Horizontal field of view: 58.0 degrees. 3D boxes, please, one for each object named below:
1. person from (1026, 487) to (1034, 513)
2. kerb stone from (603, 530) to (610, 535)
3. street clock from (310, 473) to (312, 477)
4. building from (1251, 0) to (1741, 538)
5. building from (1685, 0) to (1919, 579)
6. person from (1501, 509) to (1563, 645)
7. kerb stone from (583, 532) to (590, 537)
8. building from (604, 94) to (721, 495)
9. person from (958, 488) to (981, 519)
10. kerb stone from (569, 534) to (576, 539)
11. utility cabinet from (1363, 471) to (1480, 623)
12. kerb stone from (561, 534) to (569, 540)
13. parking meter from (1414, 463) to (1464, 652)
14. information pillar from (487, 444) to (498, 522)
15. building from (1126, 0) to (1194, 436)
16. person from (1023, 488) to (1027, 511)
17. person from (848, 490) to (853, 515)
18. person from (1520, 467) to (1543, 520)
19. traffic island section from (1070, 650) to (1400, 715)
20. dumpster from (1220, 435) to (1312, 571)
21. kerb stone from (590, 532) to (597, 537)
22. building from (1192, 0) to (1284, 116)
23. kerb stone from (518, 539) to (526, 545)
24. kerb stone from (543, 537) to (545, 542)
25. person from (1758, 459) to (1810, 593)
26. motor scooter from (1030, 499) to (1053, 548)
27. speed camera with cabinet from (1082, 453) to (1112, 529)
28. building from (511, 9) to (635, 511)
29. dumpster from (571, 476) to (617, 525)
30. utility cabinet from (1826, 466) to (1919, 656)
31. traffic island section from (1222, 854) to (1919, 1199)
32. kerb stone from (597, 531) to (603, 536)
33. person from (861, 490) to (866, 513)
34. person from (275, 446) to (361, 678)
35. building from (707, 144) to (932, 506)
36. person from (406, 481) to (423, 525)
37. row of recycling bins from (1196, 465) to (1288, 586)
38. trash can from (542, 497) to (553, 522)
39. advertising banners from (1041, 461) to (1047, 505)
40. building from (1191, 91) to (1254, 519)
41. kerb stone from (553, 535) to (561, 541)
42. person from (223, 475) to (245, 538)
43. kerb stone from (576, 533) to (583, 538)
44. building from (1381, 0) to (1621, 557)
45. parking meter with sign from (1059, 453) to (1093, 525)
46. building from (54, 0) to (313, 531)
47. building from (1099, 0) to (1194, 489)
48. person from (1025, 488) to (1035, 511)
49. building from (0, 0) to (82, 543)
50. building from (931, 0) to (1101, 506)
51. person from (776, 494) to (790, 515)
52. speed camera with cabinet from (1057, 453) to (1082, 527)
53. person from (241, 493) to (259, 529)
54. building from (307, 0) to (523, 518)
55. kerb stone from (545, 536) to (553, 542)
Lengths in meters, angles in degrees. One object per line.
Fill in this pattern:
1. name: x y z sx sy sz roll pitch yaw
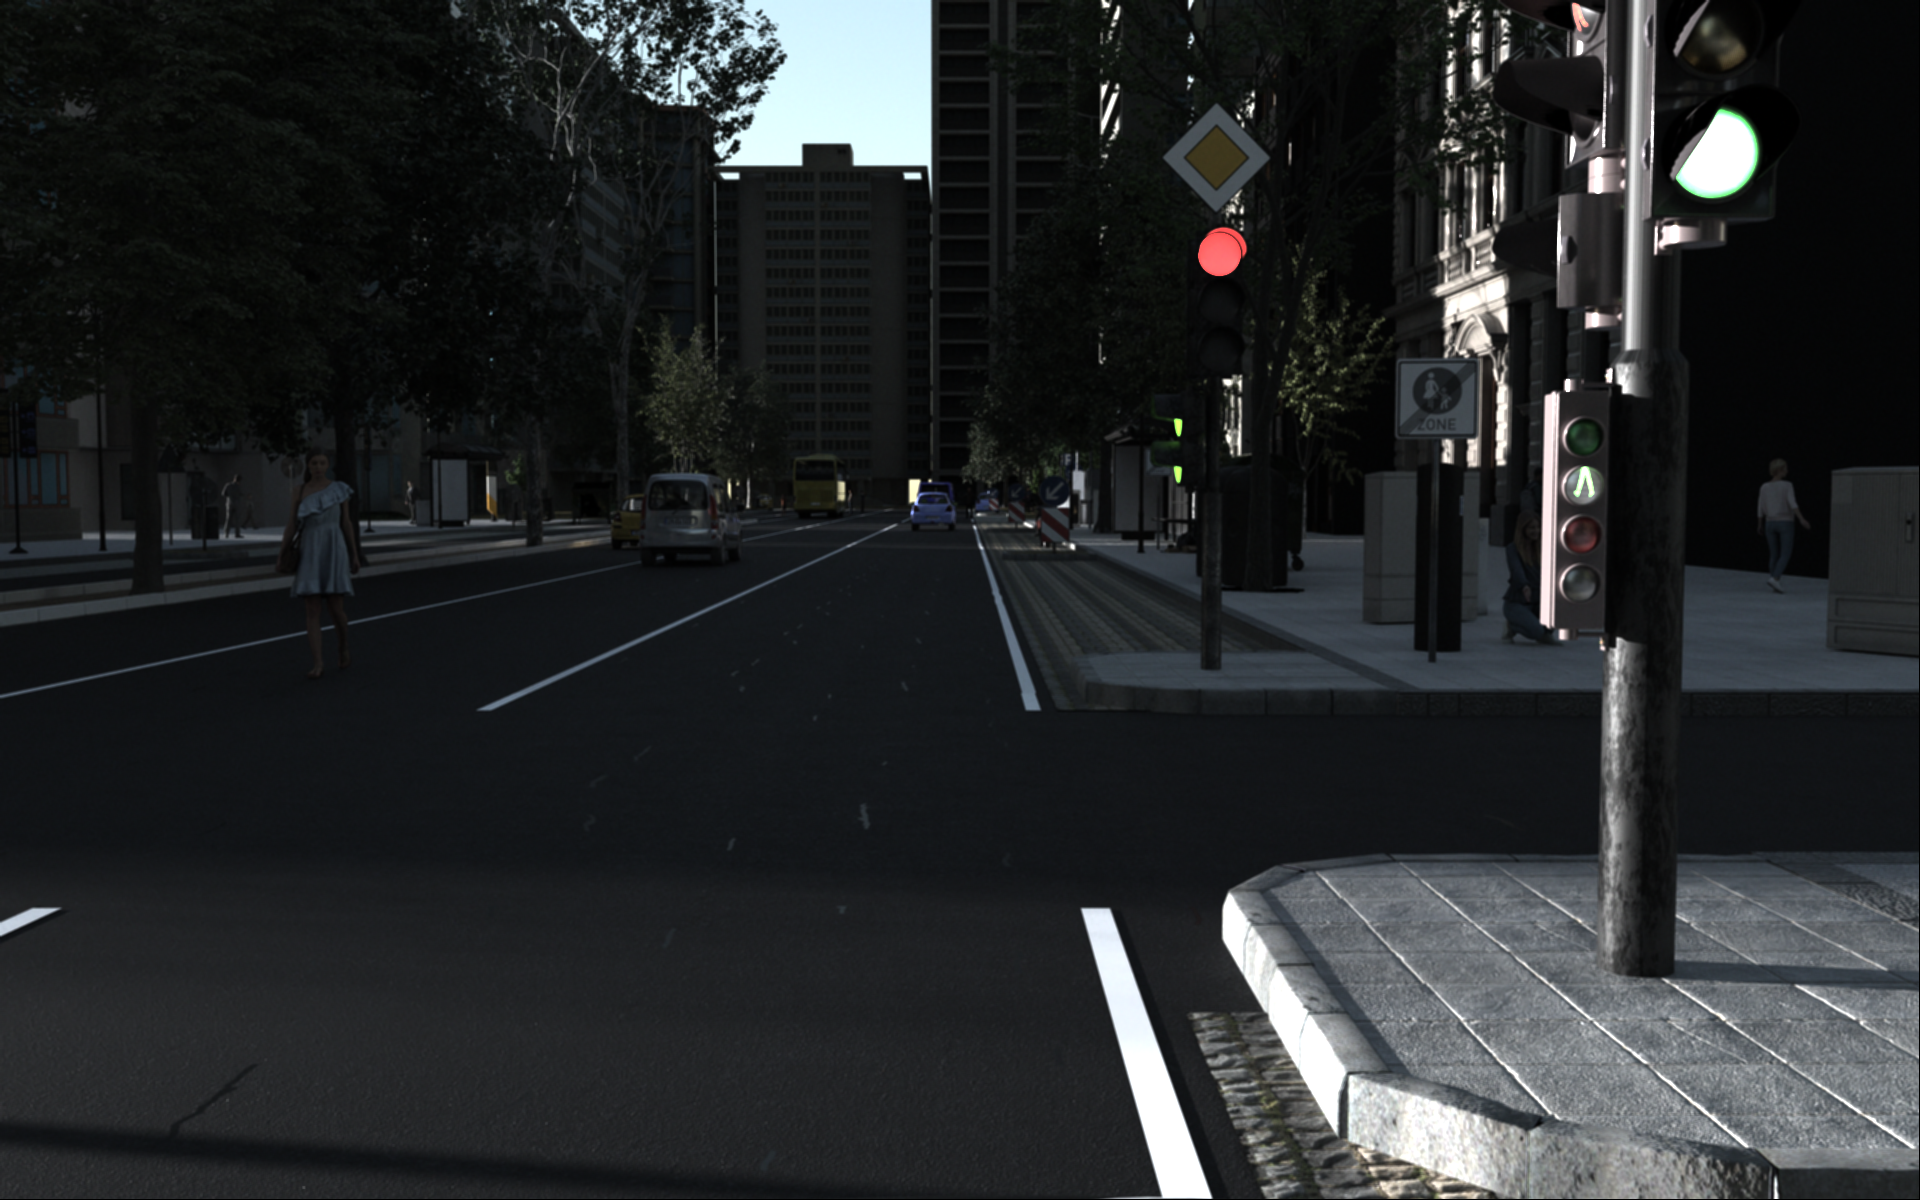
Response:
1. person: 4.661 -6.725 116.446 0.683 1.767 0.568 2 4 32
2. kerb stone: -12.379 -2.308 59.929 0.120 0.150 1.000 0 4 0
3. street clock: -21.574 -3.270 58.030 0.471 2.002 0.358 -1 4 -12
4. building: 17.806 -14.157 61.152 12.332 23.373 15.834 0 4 0
5. building: 20.973 -11.987 25.658 15.834 23.373 12.332 0 4 0
6. person: 5.000 -0.194 14.707 1.012 1.151 0.738 -1 4 -19
7. kerb stone: -12.395 -2.119 56.843 0.120 0.150 1.000 0 4 0
8. building: -41.373 -32.740 189.926 28.867 44.769 22.147 0 4 0
9. person: 0.545 -5.600 100.202 1.348 1.807 0.705 0 4 -8
10. kerb stone: -12.403 -1.991 54.798 0.120 0.150 1.000 0 4 0
11. utility cabinet: 4.599 -0.527 17.289 1.173 1.500 0.318 -1 4 -22
12. kerb stone: -12.400 -1.931 53.761 0.120 0.150 1.000 0 4 0
13. parking meter: 3.925 -0.354 14.194 0.372 1.533 0.369 0 3 0
14. information pillar: -21.861 -5.477 80.902 0.183 3.616 0.504 3 4 38
15. building: 23.987 -49.177 116.719 22.319 86.520 31.000 0 4 0
16. person: 4.998 -7.791 134.106 1.217 1.739 0.721 -1 4 -21
17. person: -7.432 -6.573 116.686 0.721 1.735 1.217 0 4 -1
18. person: 10.614 -1.568 32.021 0.721 1.781 0.623 -1 4 -21
19. traffic island section: 1.861 0.586 12.697 2.009 0.180 2.903 0 4 0
20. dumpster: 5.111 -1.662 29.663 1.502 2.255 1.985 0 3 0
21. kerb stone: -12.393 -2.182 57.865 0.120 0.150 1.000 0 4 0
22. building: 19.605 -19.830 95.928 14.160 30.474 14.107 0 4 0
23. kerb stone: -12.419 -1.617 48.632 0.120 0.150 1.000 0 4 0
24. kerb stone: -12.403 -1.740 50.677 0.120 0.150 1.000 0 4 0
25. person: 10.655 -0.964 22.475 0.598 1.740 0.731 -3 5 -45
26. motor scooter: 2.293 -2.069 46.611 0.815 1.314 1.986 0 4 -1
27. speed camera with cabinet: 5.112 -4.198 62.979 0.660 3.252 2.038 -1 4 -10
28. building: -39.798 -27.385 139.620 23.993 40.220 32.217 0 4 0
29. dumpster: -17.097 -4.643 80.863 1.985 2.255 1.502 0 4 1
30. utility cabinet: 7.508 -0.309 13.724 0.318 1.500 1.173 -2 4 -28
31. traffic island section: 1.842 1.075 4.712 2.009 0.180 2.903 0 4 0
32. kerb stone: -12.381 -2.245 58.898 0.120 0.150 1.000 0 4 0
33. person: -7.392 -7.574 133.132 0.445 1.727 0.742 -3 5 -44
34. person: -5.084 -0.314 13.729 0.616 1.811 0.778 0 4 -5
35. building: -14.930 -30.753 194.684 23.993 40.220 32.217 0 4 0
36. person: -23.064 -4.106 72.955 0.659 1.850 0.755 1 4 19
37. row of recycling bins: 4.083 -1.127 25.547 1.069 1.692 3.534 0 3 0
38. trash can: -19.322 -4.219 80.627 0.748 1.137 0.748 0 3 0
39. advertising banners: 3.685 -4.852 75.517 0.090 3.025 2.074 0 4 8
40. building: 16.695 -13.700 78.741 10.420 20.320 16.860 0 4 0
41. kerb stone: -12.400 -1.861 52.730 0.120 0.150 1.000 0 4 0
42. person: -21.250 -2.743 50.690 0.655 1.846 0.447 0 4 -3
43. kerb stone: -12.399 -2.048 55.821 0.120 0.150 1.000 0 4 0
44. building: 17.919 -13.088 42.870 11.050 23.489 19.941 0 4 0
45. parking meter with sign: 5.221 -4.860 75.717 1.738 3.016 0.543 1 4 11
46. building: -33.549 -23.209 63.064 14.154 41.232 14.086 0 4 0
47. building: 23.166 -31.848 144.416 21.300 48.544 21.600 0 4 0
48. person: 5.060 -7.501 129.198 1.217 1.766 0.721 3 5 40
49. building: -38.831 -11.572 34.240 27.650 21.520 28.899 0 4 0
50. building: 7.359 -45.870 188.234 20.611 71.187 20.563 0 4 0
51. person: -11.974 -6.473 117.587 1.065 1.426 0.557 -3 4 -39
52. speed camera with cabinet: 4.478 -4.480 67.587 0.660 3.252 2.038 2 4 28
53. person: -25.751 -3.209 62.776 0.640 1.303 0.475 -1 4 -22
54. building: -39.370 -29.540 102.582 23.786 49.044 30.456 0 4 0
55. kerb stone: -12.399 -1.805 51.705 0.120 0.150 1.000 0 4 0
